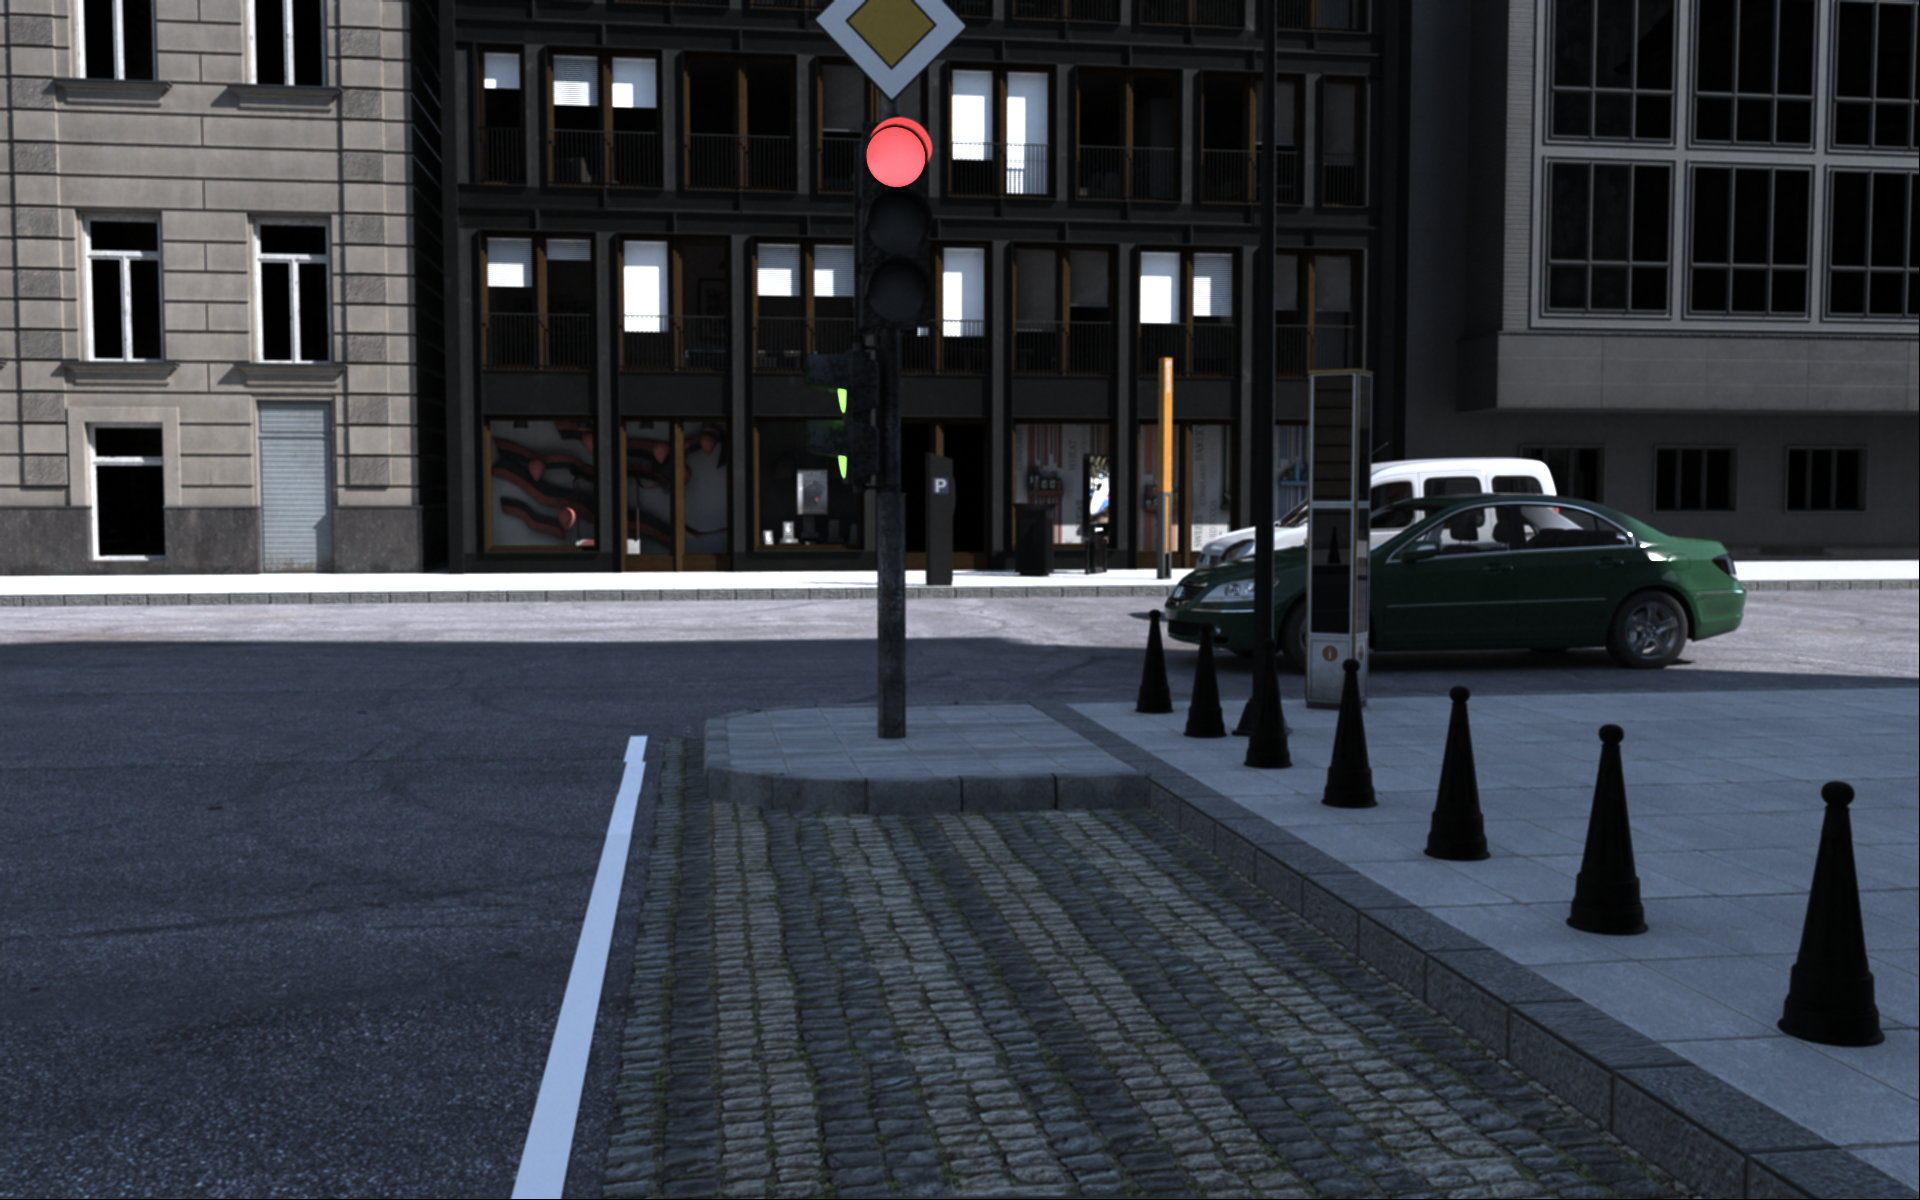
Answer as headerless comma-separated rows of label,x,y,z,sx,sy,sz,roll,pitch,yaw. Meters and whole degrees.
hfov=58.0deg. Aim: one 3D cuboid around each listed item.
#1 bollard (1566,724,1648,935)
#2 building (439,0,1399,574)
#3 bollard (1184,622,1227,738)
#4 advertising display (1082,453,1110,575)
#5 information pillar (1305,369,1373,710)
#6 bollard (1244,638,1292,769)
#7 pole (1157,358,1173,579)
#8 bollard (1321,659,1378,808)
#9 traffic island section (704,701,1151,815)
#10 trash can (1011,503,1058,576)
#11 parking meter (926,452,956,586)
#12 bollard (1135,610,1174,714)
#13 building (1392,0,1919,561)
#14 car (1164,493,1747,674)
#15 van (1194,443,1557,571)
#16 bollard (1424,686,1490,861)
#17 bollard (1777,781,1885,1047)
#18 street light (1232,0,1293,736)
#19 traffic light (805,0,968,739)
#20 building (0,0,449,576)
bollard,1.922,0.668,5.127,0.229,0.601,0.229,0,3,0
building,-1.268,-12.509,34.201,15.834,23.373,12.332,-1,4,-9
bollard,1.304,0.419,9.195,0.229,0.601,0.229,0,3,0
advertising display,2.201,-1.390,27.939,0.123,1.923,0.974,2,4,24
information pillar,2.267,-0.359,10.367,0.304,2.012,0.304,2,4,29
bollard,1.458,0.481,8.180,0.229,0.601,0.229,0,3,0
pole,3.078,-1.968,26.020,0.158,3.312,0.155,0,3,0
bollard,1.614,0.543,7.160,0.229,0.601,0.229,0,3,0
traffic island section,-0.338,0.803,9.151,2.009,0.180,2.903,-1,4,-9
trash can,1.170,-0.952,27.217,0.748,1.137,0.748,0,3,0
parking meter,-0.273,-1.134,24.246,0.399,1.863,0.255,0,4,-7
bollard,1.148,0.357,10.210,0.229,0.601,0.229,0,3,0
building,19.109,-14.972,38.303,24.014,27.812,14.314,-1,4,-9
car,4.160,-0.181,14.759,4.920,1.459,2.131,-1,4,-10
van,4.770,-0.792,19.962,4.112,2.044,2.013,0,4,-8
bollard,1.768,0.605,6.145,0.229,0.601,0.229,0,3,0
bollard,2.075,0.730,4.112,0.229,0.601,0.229,0,3,0
street light,1.085,-2.231,9.023,1.470,5.913,1.316,-1,4,-9
traffic light,-0.379,-1.230,9.031,0.839,4.253,0.868,-1,4,-9
building,-21.479,-14.286,30.841,25.104,27.353,12.463,-1,4,-9
